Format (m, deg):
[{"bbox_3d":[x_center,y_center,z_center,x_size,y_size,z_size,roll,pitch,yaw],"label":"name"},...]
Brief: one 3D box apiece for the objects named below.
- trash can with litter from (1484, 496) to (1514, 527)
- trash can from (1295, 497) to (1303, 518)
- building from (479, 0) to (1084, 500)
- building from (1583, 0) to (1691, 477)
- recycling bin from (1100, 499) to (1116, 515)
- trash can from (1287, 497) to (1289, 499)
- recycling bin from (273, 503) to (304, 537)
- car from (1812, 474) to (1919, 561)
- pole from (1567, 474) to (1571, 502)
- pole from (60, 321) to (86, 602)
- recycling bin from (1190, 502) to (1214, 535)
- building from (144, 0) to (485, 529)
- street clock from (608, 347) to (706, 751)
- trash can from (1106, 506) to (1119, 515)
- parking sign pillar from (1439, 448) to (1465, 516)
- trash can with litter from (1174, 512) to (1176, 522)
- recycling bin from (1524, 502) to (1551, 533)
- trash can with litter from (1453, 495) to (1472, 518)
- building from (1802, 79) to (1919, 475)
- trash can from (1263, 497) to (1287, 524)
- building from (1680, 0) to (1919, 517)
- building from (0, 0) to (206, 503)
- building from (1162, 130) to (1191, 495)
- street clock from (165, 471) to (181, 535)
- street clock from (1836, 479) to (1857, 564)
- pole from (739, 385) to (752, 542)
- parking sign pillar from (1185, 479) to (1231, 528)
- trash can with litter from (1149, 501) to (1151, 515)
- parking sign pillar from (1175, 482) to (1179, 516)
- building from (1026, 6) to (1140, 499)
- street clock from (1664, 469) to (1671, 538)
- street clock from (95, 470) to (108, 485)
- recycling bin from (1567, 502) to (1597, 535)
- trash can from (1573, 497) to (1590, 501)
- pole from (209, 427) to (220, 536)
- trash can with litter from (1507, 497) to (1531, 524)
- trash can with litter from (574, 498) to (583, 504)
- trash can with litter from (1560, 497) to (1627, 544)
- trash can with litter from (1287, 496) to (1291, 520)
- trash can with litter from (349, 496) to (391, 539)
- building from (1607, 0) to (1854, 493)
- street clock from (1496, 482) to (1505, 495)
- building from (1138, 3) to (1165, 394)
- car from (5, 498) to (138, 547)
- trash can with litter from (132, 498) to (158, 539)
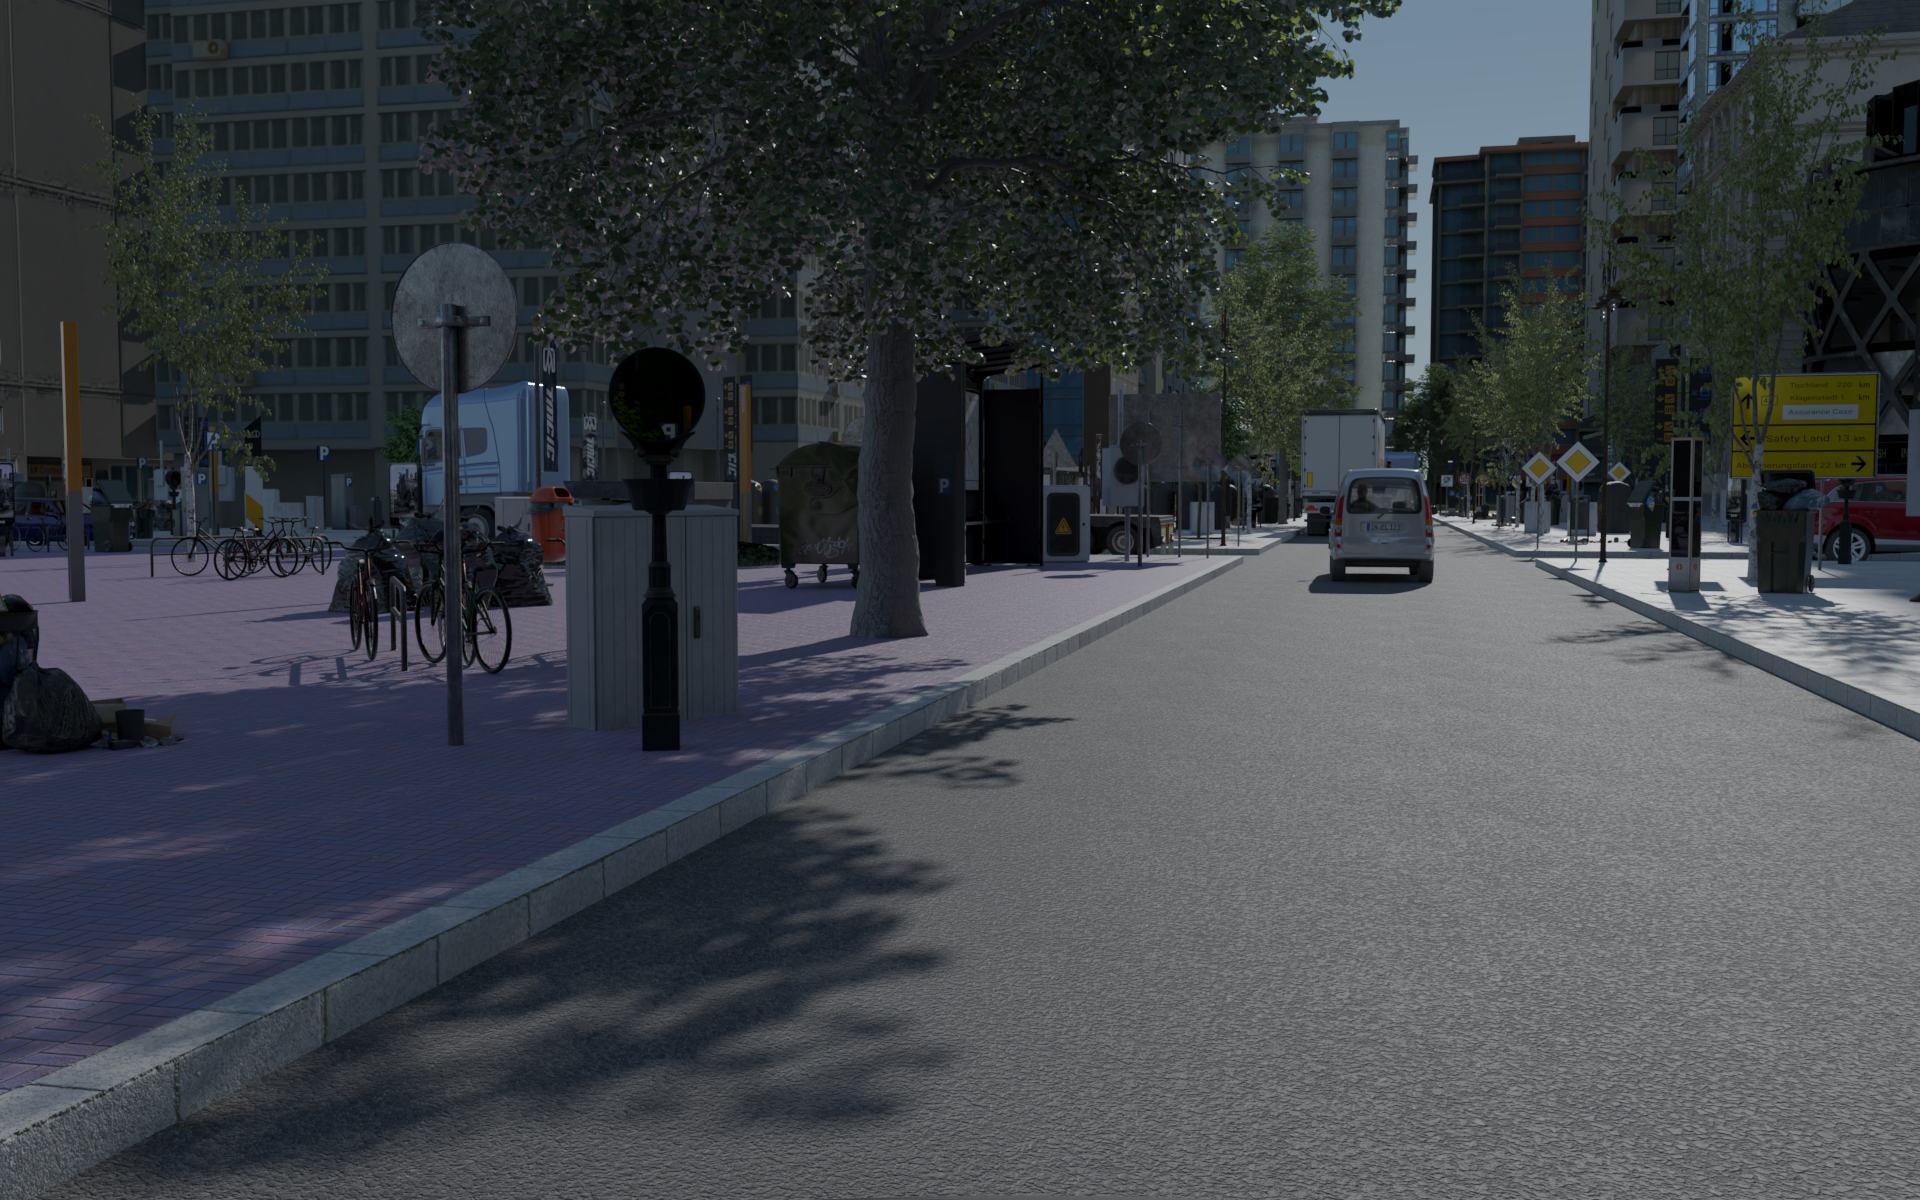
[{"bbox_3d":[21.812,-3.553,69.151,1.678,1.210,2.233,1,4,23],"label":"trash can with litter"},{"bbox_3d":[18.002,-4.949,92.566,0.748,1.137,0.748,0,3,0],"label":"trash can"},{"bbox_3d":[-9.015,-25.444,107.894,32.217,40.220,23.993,1,4,13],"label":"building"},{"bbox_3d":[71.102,-34.488,153.111,28.713,52.752,27.495,1,4,13],"label":"building"},{"bbox_3d":[7.275,-4.422,84.857,0.722,1.027,0.722,1,4,15],"label":"recycling bin"},{"bbox_3d":[14.723,-4.154,79.567,0.748,1.137,0.748,0,3,0],"label":"trash can"},{"bbox_3d":[-19.726,-2.345,50.899,0.722,1.027,0.722,-1,4,-9],"label":"recycling bin"},{"bbox_3d":[18.970,-1.570,34.344,5.304,1.827,2.281,1,4,11],"label":"car"},{"bbox_3d":[30.249,-5.637,86.009,0.158,3.312,0.155,0,3,0],"label":"pole"},{"bbox_3d":[-10.533,-1.635,20.568,0.158,3.312,0.155,0,3,0],"label":"pole"},{"bbox_3d":[7.717,-2.610,55.222,0.722,1.027,0.722,0,4,3],"label":"recycling bin"},{"bbox_3d":[-16.860,-23.314,73.065,32.217,40.220,23.993,1,4,13],"label":"building"},{"bbox_3d":[-1.506,-0.251,8.677,0.471,2.002,0.358,-1,4,-8],"label":"street clock"},{"bbox_3d":[6.807,-4.016,77.311,0.748,1.137,0.748,0,3,0],"label":"trash can"},{"bbox_3d":[28.846,-6.912,101.480,1.447,3.967,1.447,1,4,15],"label":"parking sign pillar"},{"bbox_3d":[9.885,-4.213,79.943,2.233,1.210,1.678,-2,4,-33],"label":"trash can with litter"},{"bbox_3d":[19.218,-2.757,57.632,0.722,1.027,0.722,2,4,29],"label":"recycling bin"},{"bbox_3d":[28.042,-5.163,95.468,1.678,1.210,2.233,1,4,22],"label":"trash can with litter"},{"bbox_3d":[46.088,-12.759,76.060,16.820,18.784,16.811,1,4,13],"label":"building"},{"bbox_3d":[13.443,-3.855,74.685,0.748,1.137,0.748,0,3,0],"label":"trash can"},{"bbox_3d":[49.182,-18.911,96.578,14.401,28.519,23.554,1,4,13],"label":"building"},{"bbox_3d":[-51.053,-27.990,81.345,21.600,48.544,21.300,1,4,13],"label":"building"},{"bbox_3d":[11.490,-44.775,170.321,20.611,71.187,20.563,1,4,13],"label":"building"},{"bbox_3d":[-24.468,-3.018,53.922,0.358,2.002,0.471,1,4,18],"label":"street clock"},{"bbox_3d":[16.179,-1.654,31.618,0.471,2.002,0.358,3,5,42],"label":"street clock"},{"bbox_3d":[-4.009,-2.357,32.379,0.158,3.312,0.155,0,3,0],"label":"pole"},{"bbox_3d":[9.460,-4.682,65.022,1.447,3.967,1.447,2,4,25],"label":"parking sign pillar"},{"bbox_3d":[10.769,-5.253,97.270,1.055,1.170,0.624,3,4,36],"label":"trash can with litter"},{"bbox_3d":[13.256,-6.929,101.762,1.447,3.967,1.447,-1,4,-16],"label":"parking sign pillar"},{"bbox_3d":[5.283,-29.139,126.532,14.600,45.320,14.200,1,4,13],"label":"building"},{"bbox_3d":[20.876,-2.835,50.931,0.358,2.002,0.471,1,4,14],"label":"street clock"},{"bbox_3d":[-25.369,-2.855,51.246,0.358,2.002,0.471,-1,4,-9],"label":"street clock"},{"bbox_3d":[19.392,-2.535,53.994,0.722,1.027,0.722,0,4,4],"label":"recycling bin"},{"bbox_3d":[27.819,-4.032,77.571,0.748,1.137,0.748,0,3,0],"label":"trash can"},{"bbox_3d":[-22.557,-3.582,52.404,0.158,3.312,0.155,0,3,0],"label":"pole"},{"bbox_3d":[24.150,-3.870,74.658,1.055,1.170,0.624,0,4,1],"label":"trash can with litter"},{"bbox_3d":[-12.667,-2.928,58.935,2.233,1.210,1.678,-3,5,-42],"label":"trash can with litter"},{"bbox_3d":[16.717,-2.110,45.561,2.233,1.210,1.678,-1,4,-10],"label":"trash can with litter"},{"bbox_3d":[15.961,-4.586,86.365,1.055,1.170,0.624,0,4,1],"label":"trash can with litter"},{"bbox_3d":[-17.184,-2.410,50.468,1.678,1.210,2.233,0,4,-5],"label":"trash can with litter"},{"bbox_3d":[60.955,-49.652,124.488,22.319,86.520,31.000,1,4,13],"label":"building"},{"bbox_3d":[29.760,-5.549,95.301,0.471,2.002,0.358,-1,4,-9],"label":"street clock"},{"bbox_3d":[8.714,-27.936,140.352,14.154,41.232,14.086,1,4,13],"label":"building"},{"bbox_3d":[-24.041,-2.053,46.148,3.894,1.354,1.945,1,4,14],"label":"car"},{"bbox_3d":[-23.434,-2.315,49.238,1.055,1.170,0.624,-3,5,-42],"label":"trash can with litter"}]
